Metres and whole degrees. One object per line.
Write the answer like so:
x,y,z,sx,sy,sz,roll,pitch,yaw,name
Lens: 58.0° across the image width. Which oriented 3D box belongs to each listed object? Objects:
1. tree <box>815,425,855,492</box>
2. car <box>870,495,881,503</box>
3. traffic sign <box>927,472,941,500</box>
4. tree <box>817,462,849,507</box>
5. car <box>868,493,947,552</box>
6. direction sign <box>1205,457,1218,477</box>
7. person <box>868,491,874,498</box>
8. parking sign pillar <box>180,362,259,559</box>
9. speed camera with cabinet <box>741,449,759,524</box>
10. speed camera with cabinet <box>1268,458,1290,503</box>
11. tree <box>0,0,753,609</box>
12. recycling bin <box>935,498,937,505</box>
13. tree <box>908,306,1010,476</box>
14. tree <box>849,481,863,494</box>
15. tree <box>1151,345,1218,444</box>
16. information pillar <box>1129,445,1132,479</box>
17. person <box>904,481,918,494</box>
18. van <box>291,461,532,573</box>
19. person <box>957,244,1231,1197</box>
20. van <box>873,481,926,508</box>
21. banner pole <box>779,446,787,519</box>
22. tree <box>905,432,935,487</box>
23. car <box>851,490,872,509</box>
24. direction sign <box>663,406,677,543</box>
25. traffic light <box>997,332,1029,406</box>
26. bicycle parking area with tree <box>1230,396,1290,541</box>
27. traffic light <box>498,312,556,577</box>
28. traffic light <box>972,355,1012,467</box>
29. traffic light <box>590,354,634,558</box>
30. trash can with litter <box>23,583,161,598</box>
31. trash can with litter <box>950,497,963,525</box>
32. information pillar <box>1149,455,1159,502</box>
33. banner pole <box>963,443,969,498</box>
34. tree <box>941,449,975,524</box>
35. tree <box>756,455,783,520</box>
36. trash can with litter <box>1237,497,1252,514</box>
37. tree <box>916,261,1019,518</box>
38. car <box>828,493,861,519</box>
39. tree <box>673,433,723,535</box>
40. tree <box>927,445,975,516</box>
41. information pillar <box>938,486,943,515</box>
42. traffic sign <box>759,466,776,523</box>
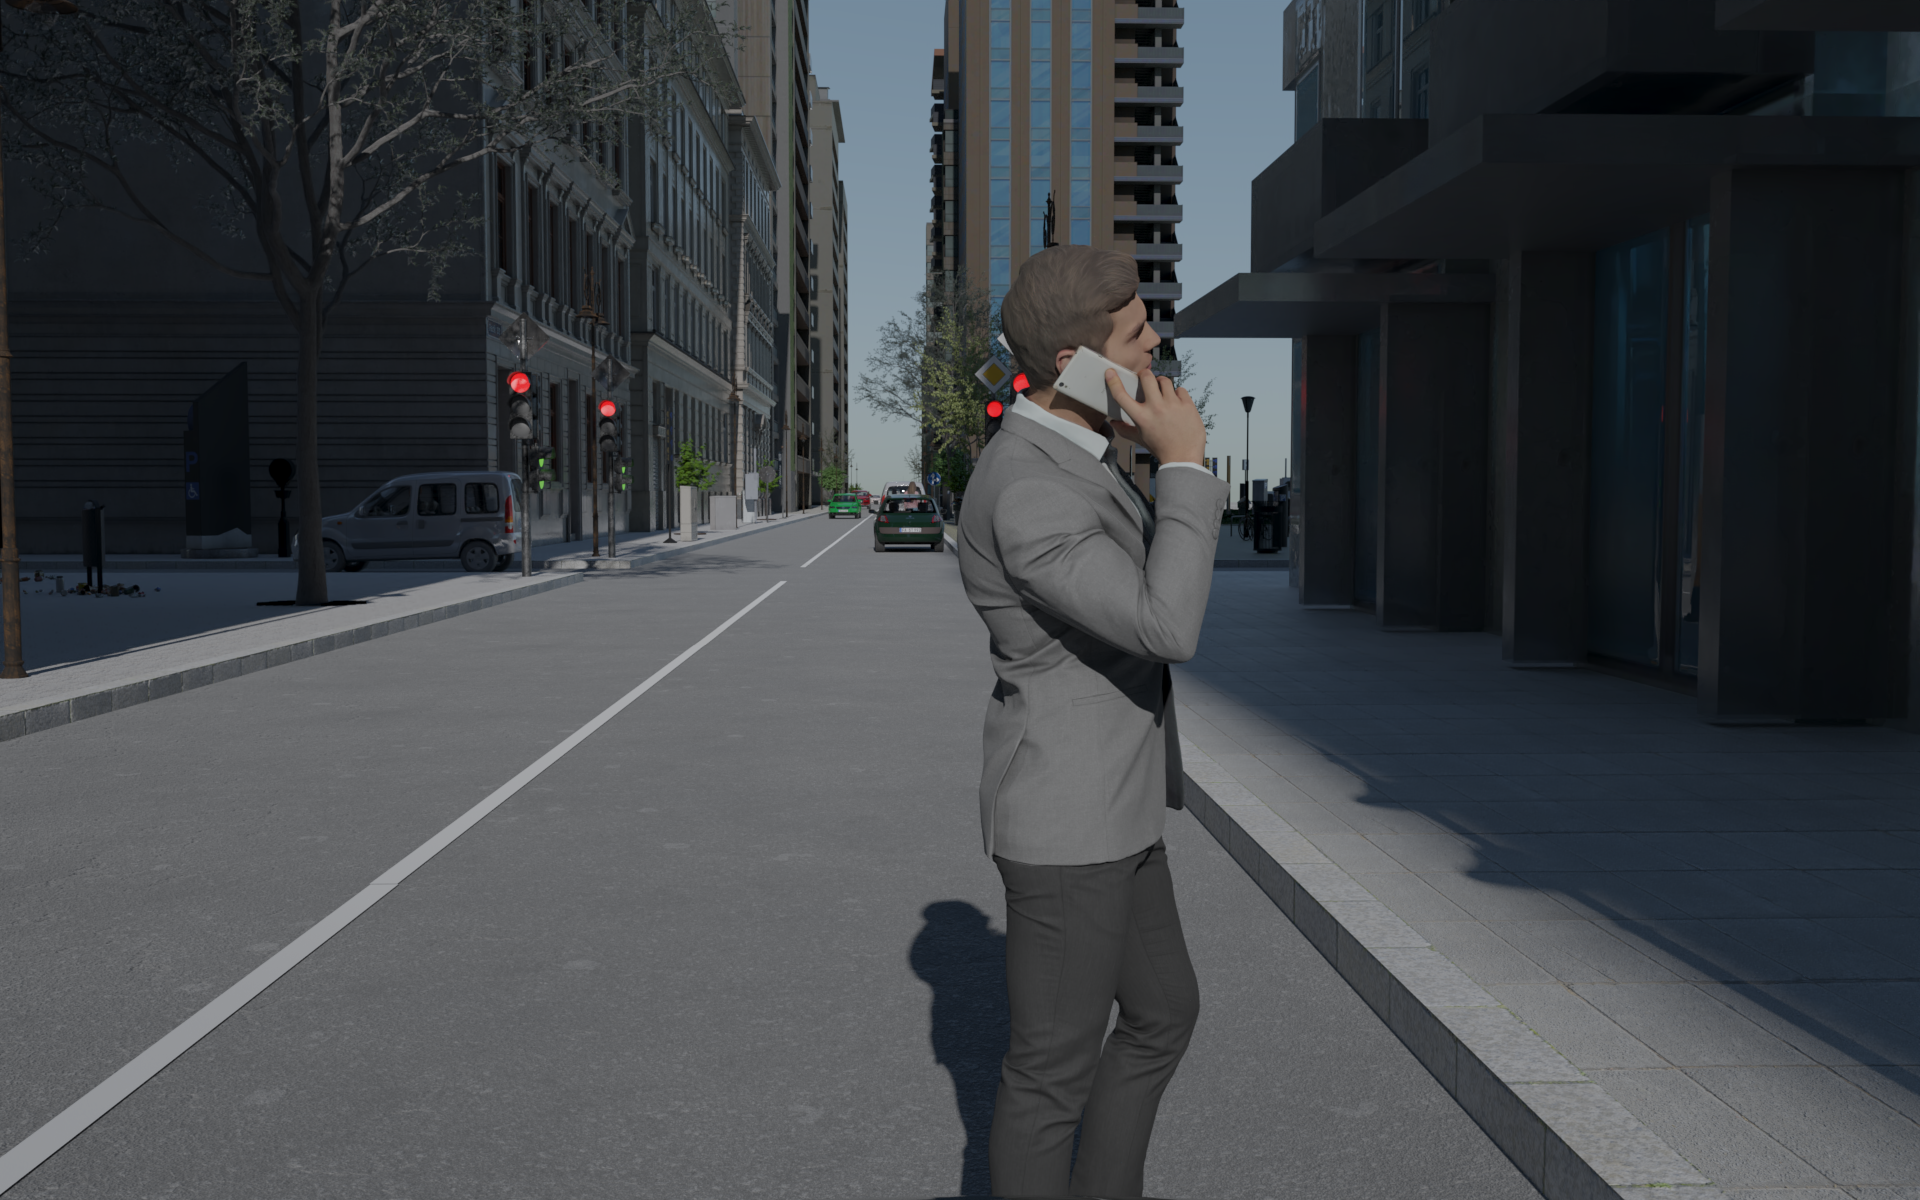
-13.522,-14.297,184.126,4.360,8.622,3.978,0,3,0,tree
-11.999,-14.232,245.052,2.083,1.381,4.827,0,4,-1,car
-1.503,-6.135,100.412,0.768,2.556,0.104,0,3,0,traffic sign
-13.138,-11.935,178.844,4.285,4.588,4.351,0,3,0,tree
-1.316,-2.088,43.924,2.009,1.686,4.222,0,4,-3,car
15.492,-7.035,107.016,0.876,3.537,0.379,-1,4,-18,direction sign
-12.215,-13.678,232.152,1.348,1.821,0.705,1,4,9,person
-14.923,-2.833,34.797,1.447,3.967,1.447,1,4,23,parking sign pillar
-9.225,-4.987,75.873,0.660,3.252,2.038,-1,4,-12,speed camera with cabinet
17.323,-6.163,95.097,2.038,3.252,0.660,-1,4,-14,speed camera with cabinet
-7.555,-6.690,19.748,12.009,13.543,11.850,0,3,0,tree
-1.834,-5.914,109.255,0.722,1.027,0.722,0,4,-2,recycling bin
0.332,-7.126,66.870,4.737,8.622,4.395,0,3,0,tree
-15.463,-16.161,258.840,1.663,3.219,1.824,0,3,0,tree
10.637,-8.342,86.757,4.737,8.622,4.395,0,3,0,tree
8.188,-5.611,83.098,0.183,3.616,0.504,1,4,9,information pillar
-1.436,-2.706,52.756,0.555,1.821,0.388,0,4,-5,person
-9.895,-1.484,31.280,4.112,2.044,2.013,0,4,-2,van
0.223,0.360,2.793,0.473,1.802,0.592,1,4,20,person
-1.916,-3.142,58.380,2.013,2.044,4.112,0,4,-3,van
-9.299,-6.121,90.102,0.401,3.779,0.863,1,4,14,banner pole
-4.188,-15.170,198.387,4.360,8.622,3.978,0,3,0,tree
-9.528,-9.549,164.796,2.281,1.827,5.304,0,4,-2,car
-7.585,-3.255,45.210,0.379,3.537,0.876,0,4,0,direction sign
0.945,-2.333,27.067,0.839,4.253,0.868,0,4,-2,traffic light
10.856,-3.841,49.811,8.231,4.147,9.016,3,5,40,bicycle parking area with tree
-6.711,-2.316,26.784,0.839,4.253,0.868,0,4,-2,traffic light
0.665,-2.821,35.047,0.839,4.253,0.868,0,4,-2,traffic light
-6.991,-2.804,34.764,0.839,4.253,0.868,0,4,-2,traffic light
-11.075,-0.677,22.121,1.678,1.210,2.233,-3,5,-40,trash can with litter
0.153,-3.668,71.351,1.055,1.170,0.624,-3,5,-42,trash can with litter
10.259,-6.123,91.473,0.504,3.616,0.183,-1,4,-12,information pillar
0.287,-5.806,84.952,0.401,3.779,0.863,-1,4,-22,banner pole
-0.153,-4.847,73.852,1.663,3.219,1.824,0,3,0,tree
-9.555,-5.535,85.104,1.663,3.219,1.824,0,3,0,tree
13.623,-4.464,84.381,1.055,1.170,0.624,-1,4,-21,trash can with litter
-0.515,-11.107,91.966,12.009,13.543,11.850,0,3,0,tree
-6.713,-5.647,101.117,1.959,1.807,4.718,0,4,-1,car
-8.553,-3.663,54.498,1.663,3.219,1.824,0,3,0,tree
-0.402,-7.310,103.224,4.285,4.588,4.351,0,3,0,tree
-1.182,-6.375,108.722,0.304,2.012,0.304,-1,4,-12,information pillar
-8.618,-4.731,77.451,0.768,2.556,0.104,0,4,-1,traffic sign
